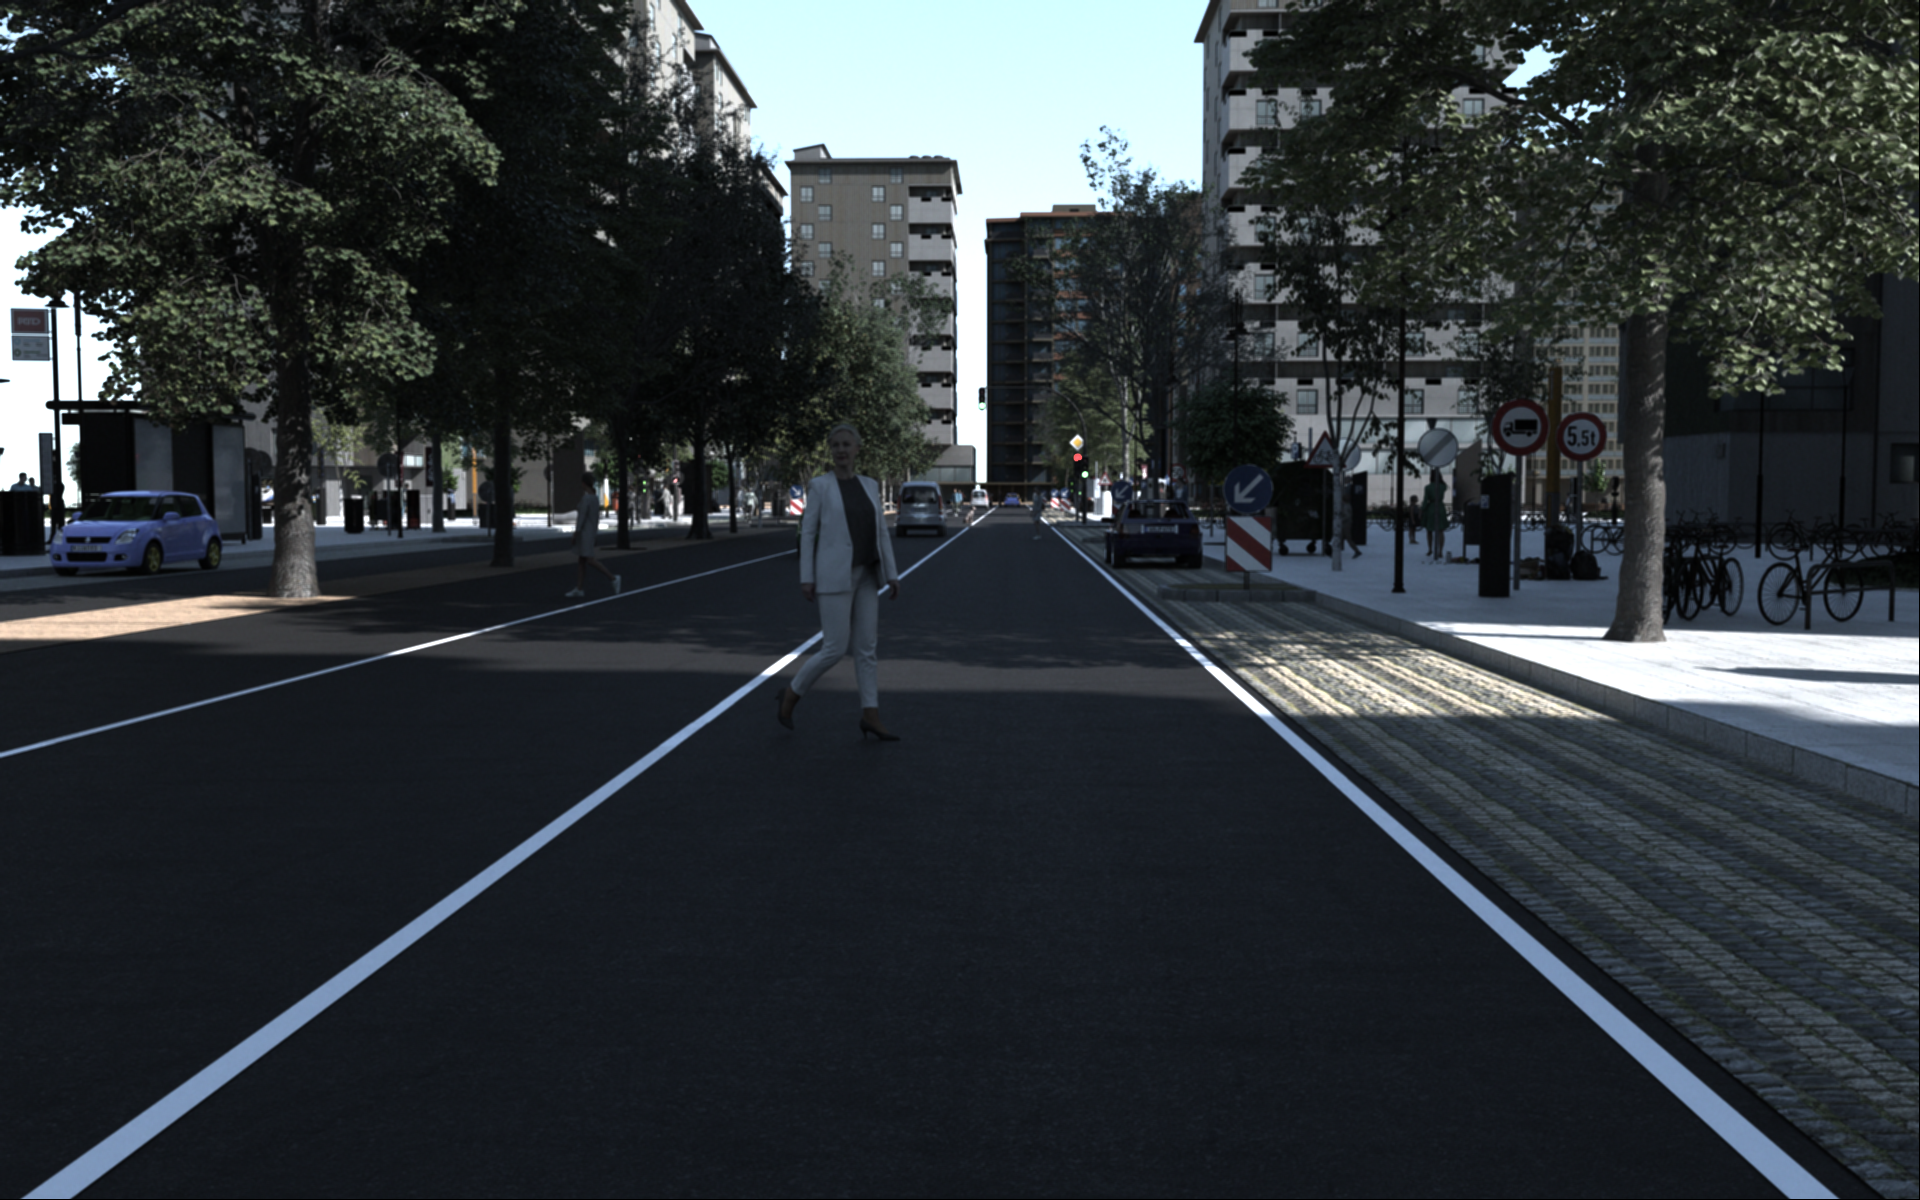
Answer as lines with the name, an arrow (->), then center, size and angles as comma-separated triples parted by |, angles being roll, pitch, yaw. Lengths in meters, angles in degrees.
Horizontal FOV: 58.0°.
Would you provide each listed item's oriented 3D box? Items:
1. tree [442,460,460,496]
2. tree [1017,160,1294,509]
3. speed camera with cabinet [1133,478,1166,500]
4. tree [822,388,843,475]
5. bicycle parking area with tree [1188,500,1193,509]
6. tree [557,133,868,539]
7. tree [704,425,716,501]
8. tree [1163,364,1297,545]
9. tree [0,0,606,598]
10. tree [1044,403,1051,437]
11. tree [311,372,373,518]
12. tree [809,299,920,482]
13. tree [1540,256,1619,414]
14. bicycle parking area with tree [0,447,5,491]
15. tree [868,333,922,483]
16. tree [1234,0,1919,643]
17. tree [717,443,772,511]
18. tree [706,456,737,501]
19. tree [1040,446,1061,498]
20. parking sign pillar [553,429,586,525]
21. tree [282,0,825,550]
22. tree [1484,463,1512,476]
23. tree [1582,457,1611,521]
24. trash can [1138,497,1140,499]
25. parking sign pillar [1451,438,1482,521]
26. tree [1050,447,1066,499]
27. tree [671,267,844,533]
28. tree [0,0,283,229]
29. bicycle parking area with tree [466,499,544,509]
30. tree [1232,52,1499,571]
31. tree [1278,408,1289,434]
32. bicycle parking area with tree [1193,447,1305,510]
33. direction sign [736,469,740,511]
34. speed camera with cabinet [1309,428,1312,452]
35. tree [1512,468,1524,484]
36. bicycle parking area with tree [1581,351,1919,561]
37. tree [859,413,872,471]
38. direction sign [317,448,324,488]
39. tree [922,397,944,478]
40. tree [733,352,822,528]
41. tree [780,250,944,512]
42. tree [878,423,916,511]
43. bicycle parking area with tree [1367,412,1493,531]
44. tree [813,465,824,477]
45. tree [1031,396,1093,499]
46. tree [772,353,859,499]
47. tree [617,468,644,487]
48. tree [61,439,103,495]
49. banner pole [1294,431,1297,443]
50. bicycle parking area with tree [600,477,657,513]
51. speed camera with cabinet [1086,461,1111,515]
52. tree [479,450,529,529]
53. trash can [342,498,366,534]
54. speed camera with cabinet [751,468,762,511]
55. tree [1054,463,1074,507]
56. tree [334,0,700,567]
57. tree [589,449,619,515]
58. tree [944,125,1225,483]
tree -> -29.344, -6.368, 98.712 | 1.663, 3.219, 1.824 | 0, 3, 0
tree -> 7.265, -9.445, 64.793 | 12.009, 13.543, 11.850 | 0, 3, 0
speed camera with cabinet -> 11.143, -6.583, 101.973 | 2.038, 3.252, 0.660 | -2, 4, -30
tree -> -7.550, -8.014, 83.846 | 4.737, 8.622, 4.395 | 0, 3, 0
bicycle parking area with tree -> 20.796, -8.056, 118.716 | 8.231, 4.147, 9.016 | 2, 4, 34
tree -> -8.249, -8.275, 54.759 | 9.611, 12.733, 9.660 | 0, 3, 0
tree -> -21.324, -12.291, 151.322 | 4.360, 8.622, 3.978 | 0, 3, 0
tree -> 6.833, -3.684, 43.941 | 4.285, 4.588, 4.351 | 0, 3, 0
tree -> -9.258, -7.008, 23.698 | 9.857, 13.997, 8.962 | 0, 3, 0
tree -> 9.064, -11.857, 111.985 | 7.486, 12.596, 7.792 | 0, 3, 0
tree -> -32.962, -8.647, 91.733 | 4.737, 8.622, 4.395 | 0, 3, 0
tree -> -6.997, -12.499, 113.467 | 9.857, 13.997, 8.962 | 0, 3, 0
tree -> 15.536, -6.053, 49.332 | 4.360, 8.622, 3.978 | 0, 3, 0
bicycle parking area with tree -> -57.462, -7.124, 103.474 | 9.016, 4.147, 8.231 | 0, 4, -7
tree -> -7.344, -10.858, 96.988 | 9.611, 12.733, 9.660 | 0, 3, 0
tree -> 6.082, -5.938, 15.208 | 7.486, 12.596, 7.792 | 0, 3, 0
tree -> -14.472, -10.396, 120.333 | 4.360, 8.622, 3.978 | 0, 3, 0
tree -> -20.595, -9.916, 145.836 | 4.285, 4.588, 4.351 | 0, 3, 0
tree -> 12.178, -16.682, 223.105 | 4.360, 8.622, 3.978 | 0, 3, 0
parking sign pillar -> -16.300, -5.128, 72.320 | 1.447, 3.967, 1.447 | 0, 4, 1
tree -> -8.604, -8.014, 43.850 | 12.009, 13.543, 11.850 | 0, 3, 0
tree -> 32.666, -6.875, 107.005 | 1.663, 3.219, 1.824 | 0, 3, 0
tree -> 30.836, -5.446, 83.649 | 1.663, 3.219, 1.824 | 0, 3, 0
trash can -> 10.553, -5.369, 99.440 | 0.748, 1.137, 0.748 | 0, 3, 0
parking sign pillar -> 24.593, -5.845, 84.030 | 1.447, 3.967, 1.447 | -1, 4, -10
tree -> 12.918, -16.289, 216.683 | 4.737, 8.622, 4.395 | 0, 3, 0
tree -> -8.264, -7.746, 63.518 | 8.767, 10.594, 7.601 | 0, 4, 2
tree -> -9.425, -6.078, 12.204 | 12.009, 13.543, 11.850 | 0, 3, 0
bicycle parking area with tree -> -33.545, -7.981, 117.495 | 8.231, 4.147, 9.016 | 3, 5, 44
tree -> 6.464, -4.788, 28.648 | 4.360, 8.622, 3.978 | 0, 3, 0
tree -> 22.305, -10.850, 127.756 | 4.737, 8.622, 4.395 | 0, 3, 0
bicycle parking area with tree -> 20.008, -7.364, 107.410 | 9.016, 4.147, 8.231 | 0, 4, -5
direction sign -> -16.797, -8.498, 130.934 | 0.379, 3.537, 0.876 | 0, 4, -1
speed camera with cabinet -> 10.566, -3.466, 51.013 | 0.660, 3.252, 2.038 | 0, 4, 5
tree -> 35.171, -7.088, 110.494 | 1.663, 3.219, 1.824 | 0, 3, 0
bicycle parking area with tree -> 17.746, -3.041, 36.717 | 8.231, 4.147, 9.016 | -2, 4, -33
tree -> -6.861, -9.297, 104.818 | 4.737, 8.622, 4.395 | 0, 3, 0
direction sign -> -31.178, -5.660, 84.541 | 0.379, 3.537, 0.876 | -3, 4, -37
tree -> -6.020, -12.467, 123.295 | 9.611, 12.733, 9.660 | 0, 3, 0
tree -> -8.297, -7.266, 71.625 | 4.737, 8.622, 4.395 | 0, 3, 0
tree -> -7.167, -16.878, 134.299 | 12.611, 20.169, 13.585 | 0, 3, 0
tree -> -5.055, -11.914, 147.613 | 4.360, 8.622, 3.978 | 0, 3, 0
bicycle parking area with tree -> 17.943, -4.642, 62.894 | 9.016, 4.147, 8.231 | 0, 4, 7
tree -> -12.756, -11.372, 169.647 | 4.285, 4.588, 4.351 | 0, 3, 0
tree -> 10.433, -14.876, 168.972 | 9.928, 11.665, 9.643 | 0, 3, 0
tree -> -7.253, -8.325, 88.933 | 4.360, 8.622, 3.978 | 0, 3, 0
tree -> -18.829, -6.404, 99.302 | 1.663, 3.219, 1.824 | 0, 3, 0
tree -> -68.177, -11.319, 147.977 | 11.467, 7.101, 20.602 | -1, 4, -11
banner pole -> 13.410, -4.846, 69.255 | 0.401, 3.779, 0.863 | 1, 4, 17
bicycle parking area with tree -> -23.688, -8.133, 119.970 | 8.231, 4.147, 9.016 | 0, 4, 5
speed camera with cabinet -> 8.447, -6.775, 105.099 | 0.660, 3.252, 2.038 | 2, 4, 35
tree -> -17.149, -4.272, 64.441 | 1.663, 3.219, 1.824 | 0, 3, 0
trash can -> -19.742, -2.738, 56.424 | 0.748, 1.137, 0.748 | 0, 3, 0
speed camera with cabinet -> -15.548, -8.420, 131.998 | 0.660, 3.252, 2.038 | 0, 4, 2
tree -> 11.187, -11.783, 176.363 | 4.285, 4.588, 4.351 | 0, 3, 0
tree -> -9.057, -6.940, 34.059 | 7.486, 12.596, 7.792 | 0, 3, 0
tree -> -21.708, -7.673, 109.167 | 4.285, 4.588, 4.351 | 0, 3, 0
tree -> 7.679, -14.440, 91.991 | 12.611, 20.169, 13.585 | 0, 3, 0
